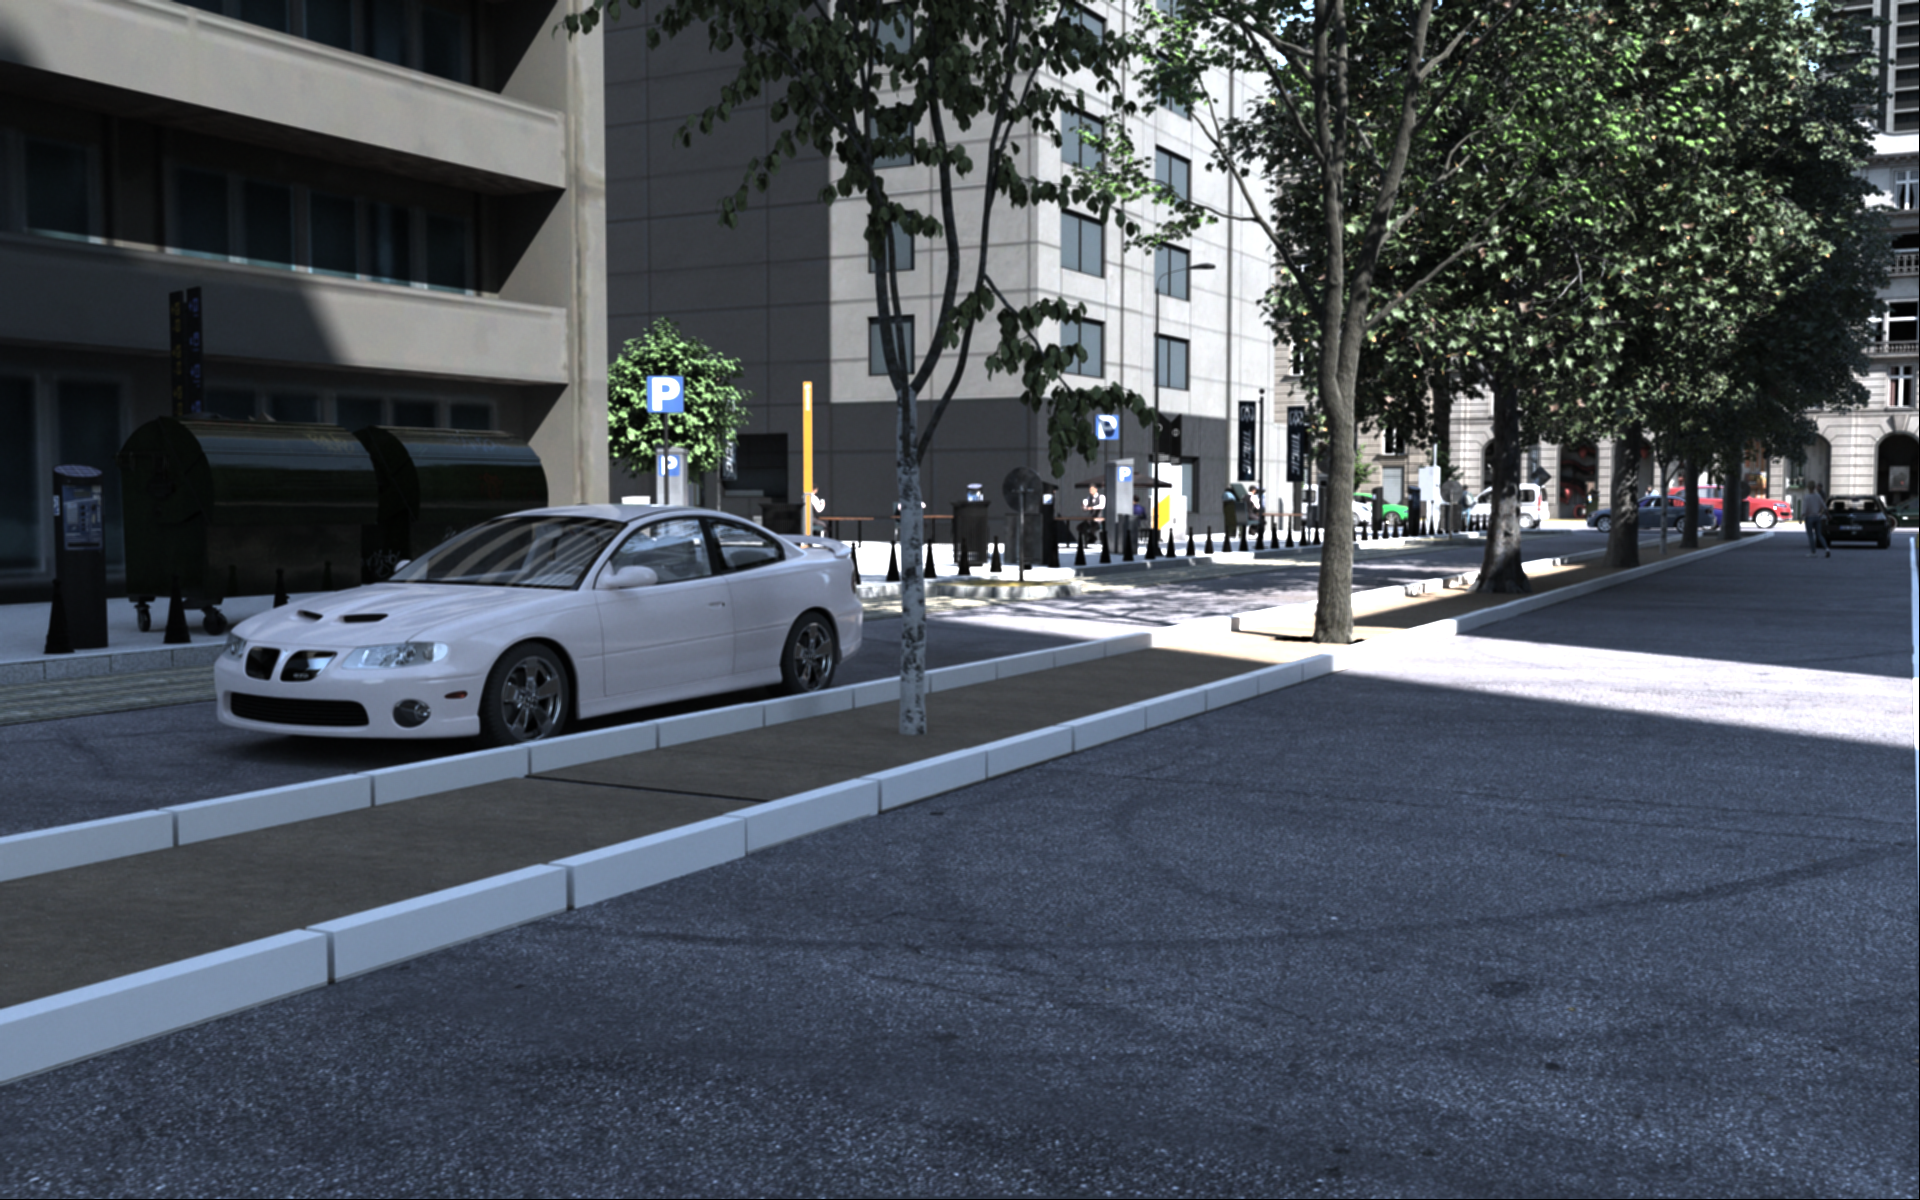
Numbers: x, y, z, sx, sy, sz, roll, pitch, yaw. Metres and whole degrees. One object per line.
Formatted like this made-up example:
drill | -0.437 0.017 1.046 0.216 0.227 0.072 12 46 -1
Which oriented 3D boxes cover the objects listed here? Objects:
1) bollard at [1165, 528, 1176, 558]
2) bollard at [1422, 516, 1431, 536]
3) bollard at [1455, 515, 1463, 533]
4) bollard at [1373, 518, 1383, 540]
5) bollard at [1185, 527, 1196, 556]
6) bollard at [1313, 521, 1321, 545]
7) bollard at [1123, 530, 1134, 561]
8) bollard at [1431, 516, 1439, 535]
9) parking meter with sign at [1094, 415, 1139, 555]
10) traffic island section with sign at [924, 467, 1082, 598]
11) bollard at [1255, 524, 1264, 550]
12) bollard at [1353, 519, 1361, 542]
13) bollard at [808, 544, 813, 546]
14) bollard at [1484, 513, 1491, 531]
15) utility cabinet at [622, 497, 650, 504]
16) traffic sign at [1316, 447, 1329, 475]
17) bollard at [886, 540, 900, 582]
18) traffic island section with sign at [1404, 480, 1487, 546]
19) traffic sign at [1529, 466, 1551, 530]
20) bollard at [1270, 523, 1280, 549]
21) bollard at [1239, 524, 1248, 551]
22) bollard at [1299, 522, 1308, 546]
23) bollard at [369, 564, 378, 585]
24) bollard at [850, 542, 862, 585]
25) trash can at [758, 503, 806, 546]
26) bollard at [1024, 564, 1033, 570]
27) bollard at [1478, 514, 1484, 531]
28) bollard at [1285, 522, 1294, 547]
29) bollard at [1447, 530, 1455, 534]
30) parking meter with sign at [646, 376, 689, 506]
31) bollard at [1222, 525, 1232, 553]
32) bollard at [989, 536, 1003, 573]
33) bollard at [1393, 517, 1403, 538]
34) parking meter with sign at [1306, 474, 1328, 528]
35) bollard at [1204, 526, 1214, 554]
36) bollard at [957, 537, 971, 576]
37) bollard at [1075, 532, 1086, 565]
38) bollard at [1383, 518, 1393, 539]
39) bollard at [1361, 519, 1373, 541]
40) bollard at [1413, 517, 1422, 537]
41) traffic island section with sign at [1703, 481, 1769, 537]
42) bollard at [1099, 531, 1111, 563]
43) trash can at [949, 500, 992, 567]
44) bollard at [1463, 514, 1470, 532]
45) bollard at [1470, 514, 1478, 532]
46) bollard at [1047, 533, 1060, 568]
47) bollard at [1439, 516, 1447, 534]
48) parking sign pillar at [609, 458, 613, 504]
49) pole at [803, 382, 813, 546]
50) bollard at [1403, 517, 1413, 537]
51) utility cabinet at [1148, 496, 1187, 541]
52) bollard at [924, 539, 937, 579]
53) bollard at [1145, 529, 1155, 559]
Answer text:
bollard | 4.263 -1.160 35.012 0.229 0.601 0.229 0 3 0
bollard | 14.241 -2.273 53.210 0.229 0.601 0.229 0 3 0
bollard | 16.333 -2.507 57.032 0.229 0.601 0.229 0 3 0
bollard | 11.615 -1.980 48.422 0.229 0.601 0.229 0 3 0
bollard | 4.794 -1.219 35.970 0.229 0.601 0.229 0 3 0
bollard | 8.989 -1.687 43.630 0.229 0.601 0.229 0 3 0
bollard | 3.218 -1.044 33.103 0.229 0.601 0.229 0 3 0
bollard | 14.756 -2.332 54.168 0.229 0.601 0.229 0 3 0
parking meter with sign | 3.421 -2.512 37.332 0.543 3.016 1.738 -1 4 -14
traffic island section with sign | 0.647 -0.983 24.696 1.989 1.847 2.006 2 4 29
bollard | 6.890 -1.454 39.812 0.229 0.601 0.229 0 3 0
bollard | 10.558 -1.863 46.501 0.229 0.601 0.229 0 3 0
bollard | -2.030 -0.458 23.529 0.229 0.601 0.229 0 3 0
bollard | 18.429 -2.742 60.866 0.229 0.601 0.229 0 3 0
utility cabinet | -8.272 -2.022 44.219 0.306 1.237 1.020 1 4 16
traffic sign | 9.646 -2.764 45.291 0.768 2.556 0.104 2 4 30
bollard | -0.981 -0.575 25.440 0.229 0.601 0.229 0 3 0
traffic island section with sign | 13.666 -2.435 48.432 1.989 1.847 2.006 2 4 29
traffic sign | 20.727 -3.566 61.939 0.795 2.450 0.064 2 4 29
bollard | 7.416 -1.512 40.770 0.229 0.601 0.229 0 3 0
bollard | 6.363 -1.395 38.843 0.229 0.601 0.229 0 3 0
bollard | 8.463 -1.629 42.677 0.229 0.601 0.229 0 3 0
bollard | -5.698 -0.048 16.833 0.229 0.601 0.229 0 3 0
bollard | -1.505 -0.516 24.485 0.229 0.601 0.229 0 3 0
trash can | -2.763 -0.932 26.884 0.748 1.137 0.748 0 3 0
bollard | 1.114 -0.809 29.268 0.229 0.601 0.229 0 3 0
bollard | 17.909 -2.683 59.910 0.229 0.601 0.229 0 3 0
bollard | 7.941 -1.571 41.722 0.229 0.601 0.229 0 3 0
bollard | 15.806 -2.449 56.075 0.229 0.601 0.229 0 3 0
parking meter with sign | -4.368 -1.845 26.420 0.543 3.016 1.738 0 4 -2
bollard | 5.839 -1.336 37.882 0.229 0.601 0.229 0 3 0
bollard | 0.588 -0.750 28.303 0.229 0.601 0.229 0 3 0
bollard | 12.659 -2.097 50.331 0.229 0.601 0.229 0 3 0
parking meter with sign | 13.753 -4.185 64.692 0.543 3.016 1.738 -3 5 -43
bollard | 5.311 -1.277 36.927 0.229 0.601 0.229 0 3 0
bollard | 0.066 -0.692 27.349 0.229 0.601 0.229 0 3 0
bollard | 2.169 -0.927 31.195 0.229 0.601 0.229 0 3 0
bollard | 12.137 -2.039 49.377 0.229 0.601 0.229 0 3 0
bollard | 11.087 -1.921 47.456 0.229 0.601 0.229 0 3 0
bollard | 13.712 -2.215 52.249 0.229 0.601 0.229 0 3 0
traffic island section with sign | 26.542 -3.117 59.099 2.006 1.907 1.989 2 4 29
bollard | 2.697 -0.985 32.146 0.229 0.601 0.229 0 3 0
trash can | 0.184 -1.157 30.564 0.748 1.137 0.748 0 3 0
bollard | 16.857 -2.566 57.993 0.229 0.601 0.229 0 3 0
bollard | 17.382 -2.624 58.946 0.229 0.601 0.229 0 3 0
bollard | 1.639 -0.867 30.221 0.229 0.601 0.229 0 3 0
bollard | 15.284 -2.390 55.120 0.229 0.601 0.229 0 3 0
parking sign pillar | -8.533 -3.103 39.205 1.447 3.967 1.447 -3 5 -41
pole | -2.778 -2.309 31.589 0.158 3.312 0.155 0 3 0
bollard | 13.188 -2.156 51.296 0.229 0.601 0.229 0 3 0
utility cabinet | 5.686 -2.221 47.474 1.020 1.237 0.306 0 4 4
bollard | -0.461 -0.633 26.396 0.229 0.601 0.229 0 3 0
bollard | 3.740 -1.102 34.058 0.229 0.601 0.229 0 3 0
